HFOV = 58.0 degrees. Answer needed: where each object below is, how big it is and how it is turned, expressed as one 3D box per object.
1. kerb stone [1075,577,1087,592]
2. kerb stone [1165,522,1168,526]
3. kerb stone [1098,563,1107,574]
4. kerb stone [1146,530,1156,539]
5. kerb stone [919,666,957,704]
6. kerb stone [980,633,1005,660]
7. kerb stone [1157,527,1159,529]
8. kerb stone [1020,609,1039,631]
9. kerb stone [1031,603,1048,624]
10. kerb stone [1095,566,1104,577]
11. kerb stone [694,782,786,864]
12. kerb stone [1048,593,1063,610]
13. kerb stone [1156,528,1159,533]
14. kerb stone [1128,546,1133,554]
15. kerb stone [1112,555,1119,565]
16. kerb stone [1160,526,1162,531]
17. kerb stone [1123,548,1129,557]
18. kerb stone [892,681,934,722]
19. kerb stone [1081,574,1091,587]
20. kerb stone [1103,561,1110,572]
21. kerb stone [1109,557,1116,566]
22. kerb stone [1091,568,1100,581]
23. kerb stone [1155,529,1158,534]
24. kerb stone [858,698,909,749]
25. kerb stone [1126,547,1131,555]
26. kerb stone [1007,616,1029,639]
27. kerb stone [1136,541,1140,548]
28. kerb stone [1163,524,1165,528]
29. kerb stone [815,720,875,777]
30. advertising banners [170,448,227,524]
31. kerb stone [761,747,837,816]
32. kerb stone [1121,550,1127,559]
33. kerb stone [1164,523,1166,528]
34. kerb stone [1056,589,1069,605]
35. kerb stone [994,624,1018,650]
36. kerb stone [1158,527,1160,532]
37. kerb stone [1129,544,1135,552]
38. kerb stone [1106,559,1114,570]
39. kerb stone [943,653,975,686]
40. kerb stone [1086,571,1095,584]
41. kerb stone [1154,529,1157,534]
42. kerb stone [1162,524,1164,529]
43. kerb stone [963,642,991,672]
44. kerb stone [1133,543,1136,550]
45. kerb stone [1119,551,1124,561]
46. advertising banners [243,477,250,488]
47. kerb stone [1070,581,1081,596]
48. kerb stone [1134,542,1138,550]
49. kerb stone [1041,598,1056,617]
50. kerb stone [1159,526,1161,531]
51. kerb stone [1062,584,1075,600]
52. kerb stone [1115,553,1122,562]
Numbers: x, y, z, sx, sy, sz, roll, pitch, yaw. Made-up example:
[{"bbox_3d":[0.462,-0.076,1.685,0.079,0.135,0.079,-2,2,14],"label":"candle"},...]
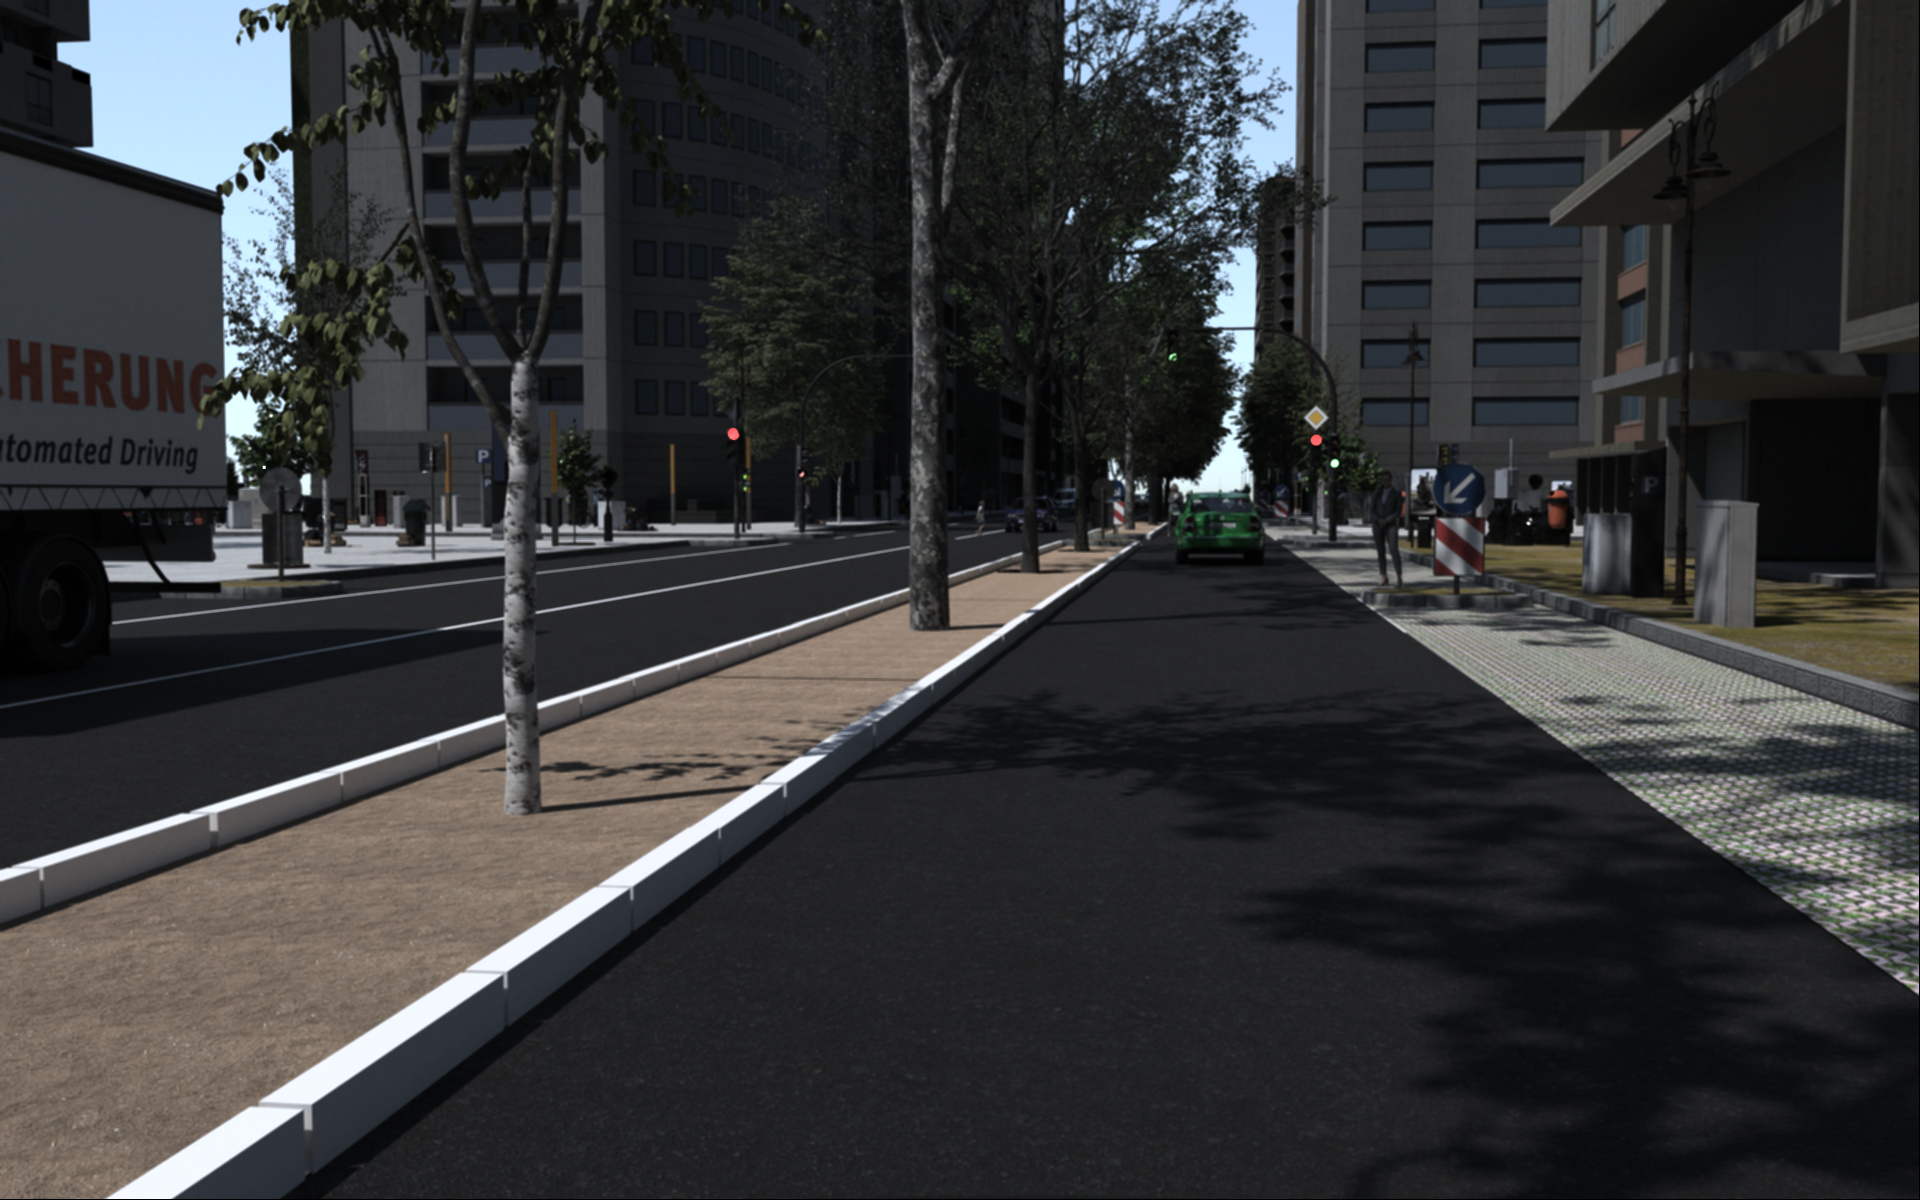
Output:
[{"bbox_3d":[1.732,-0.196,25.436,0.120,0.150,1.000,1,4,8],"label":"kerb stone"},{"bbox_3d":[8.532,-3.085,72.629,0.120,0.150,1.000,1,4,8],"label":"kerb stone"},{"bbox_3d":[2.457,-0.506,30.520,0.120,0.150,1.000,1,4,8],"label":"kerb stone"},{"bbox_3d":[6.326,-2.151,57.411,0.120,0.150,1.000,1,4,8],"label":"kerb stone"},{"bbox_3d":[-0.173,0.609,12.261,0.120,0.150,1.000,1,4,8],"label":"kerb stone"},{"bbox_3d":[0.257,0.427,15.302,0.120,0.150,1.000,1,4,8],"label":"kerb stone"},{"bbox_3d":[6.916,-2.401,61.469,0.120,0.150,1.000,1,4,8],"label":"kerb stone"},{"bbox_3d":[0.699,0.236,18.337,0.120,0.150,1.000,1,4,8],"label":"kerb stone"},{"bbox_3d":[0.852,0.174,19.349,0.120,0.150,1.000,1,4,8],"label":"kerb stone"},{"bbox_3d":[2.311,-0.439,29.496,0.120,0.150,1.000,1,4,8],"label":"kerb stone"},{"bbox_3d":[-0.911,0.923,7.181,0.120,0.150,1.000,1,4,8],"label":"kerb stone"},{"bbox_3d":[1.134,0.051,21.379,0.120,0.150,1.000,1,4,8],"label":"kerb stone"},{"bbox_3d":[6.775,-2.340,60.456,0.120,0.150,1.000,1,4,8],"label":"kerb stone"},{"bbox_3d":[3.918,-1.130,40.674,0.120,0.150,1.000,1,4,8],"label":"kerb stone"},{"bbox_3d":[3.036,-0.755,34.578,0.120,0.150,1.000,1,4,8],"label":"kerb stone"},{"bbox_3d":[7.358,-2.588,64.511,0.120,0.150,1.000,1,4,8],"label":"kerb stone"},{"bbox_3d":[3.624,-1.006,38.647,0.120,0.150,1.000,1,4,8],"label":"kerb stone"},{"bbox_3d":[-0.322,0.669,11.249,0.120,0.150,1.000,1,4,8],"label":"kerb stone"},{"bbox_3d":[1.868,-0.259,26.454,0.120,0.150,1.000,1,4,8],"label":"kerb stone"},{"bbox_3d":[2.600,-0.571,31.537,0.120,0.150,1.000,1,4,8],"label":"kerb stone"},{"bbox_3d":[2.892,-0.694,33.565,0.120,0.150,1.000,1,4,8],"label":"kerb stone"},{"bbox_3d":[2.164,-0.380,28.482,0.120,0.150,1.000,1,4,8],"label":"kerb stone"},{"bbox_3d":[6.623,-2.278,59.445,0.120,0.150,1.000,1,4,8],"label":"kerb stone"},{"bbox_3d":[-0.463,0.731,10.237,0.120,0.150,1.000,1,4,8],"label":"kerb stone"},{"bbox_3d":[3.773,-1.068,39.658,0.120,0.150,1.000,1,4,8],"label":"kerb stone"},{"bbox_3d":[0.550,0.298,17.325,0.120,0.150,1.000,1,4,8],"label":"kerb stone"},{"bbox_3d":[4.510,-1.379,44.741,0.120,0.150,1.000,1,4,8],"label":"kerb stone"},{"bbox_3d":[7.949,-2.836,68.567,0.120,0.150,1.000,1,4,8],"label":"kerb stone"},{"bbox_3d":[-0.620,0.794,9.212,0.120,0.150,1.000,1,4,8],"label":"kerb stone"},{"bbox_3d":[-28.519,-4.196,64.798,2.074,3.025,0.090,-1,4,-22],"label":"advertising banners"},{"bbox_3d":[-0.759,0.856,8.199,0.120,0.150,1.000,1,4,8],"label":"kerb stone"},{"bbox_3d":[3.490,-0.944,37.629,0.120,0.150,1.000,1,4,8],"label":"kerb stone"},{"bbox_3d":[8.237,-2.961,70.607,0.120,0.150,1.000,1,4,8],"label":"kerb stone"},{"bbox_3d":[1.280,-0.010,22.391,0.120,0.150,1.000,1,4,8],"label":"kerb stone"},{"bbox_3d":[0.411,0.360,16.312,0.120,0.150,1.000,1,4,8],"label":"kerb stone"},{"bbox_3d":[7.059,-2.464,62.483,0.120,0.150,1.000,1,4,8],"label":"kerb stone"},{"bbox_3d":[4.067,-1.192,41.691,0.120,0.150,1.000,1,4,8],"label":"kerb stone"},{"bbox_3d":[2.750,-0.627,32.549,0.120,0.150,1.000,1,4,8],"label":"kerb stone"},{"bbox_3d":[-0.028,0.550,13.273,0.120,0.150,1.000,1,4,8],"label":"kerb stone"},{"bbox_3d":[2.013,-0.321,27.468,0.120,0.150,1.000,1,4,8],"label":"kerb stone"},{"bbox_3d":[6.477,-2.216,58.429,0.120,0.150,1.000,1,4,8],"label":"kerb stone"},{"bbox_3d":[7.791,-2.773,67.554,0.120,0.150,1.000,1,4,8],"label":"kerb stone"},{"bbox_3d":[0.116,0.487,14.285,0.120,0.150,1.000,1,4,8],"label":"kerb stone"},{"bbox_3d":[4.209,-1.255,42.713,0.120,0.150,1.000,1,4,8],"label":"kerb stone"},{"bbox_3d":[3.327,-0.882,36.610,0.120,0.150,1.000,1,4,8],"label":"kerb stone"},{"bbox_3d":[-53.935,-8.356,132.810,2.074,3.025,0.090,-2,4,-32],"label":"advertising banners"},{"bbox_3d":[1.572,-0.136,24.423,0.120,0.150,1.000,1,4,8],"label":"kerb stone"},{"bbox_3d":[4.359,-1.317,43.730,0.120,0.150,1.000,1,4,8],"label":"kerb stone"},{"bbox_3d":[0.994,0.112,20.362,0.120,0.150,1.000,1,4,8],"label":"kerb stone"},{"bbox_3d":[7.204,-2.526,63.494,0.120,0.150,1.000,1,4,8],"label":"kerb stone"},{"bbox_3d":[1.423,-0.074,23.412,0.120,0.150,1.000,1,4,8],"label":"kerb stone"},{"bbox_3d":[3.184,-0.819,35.592,0.120,0.150,1.000,1,4,8],"label":"kerb stone"}]
